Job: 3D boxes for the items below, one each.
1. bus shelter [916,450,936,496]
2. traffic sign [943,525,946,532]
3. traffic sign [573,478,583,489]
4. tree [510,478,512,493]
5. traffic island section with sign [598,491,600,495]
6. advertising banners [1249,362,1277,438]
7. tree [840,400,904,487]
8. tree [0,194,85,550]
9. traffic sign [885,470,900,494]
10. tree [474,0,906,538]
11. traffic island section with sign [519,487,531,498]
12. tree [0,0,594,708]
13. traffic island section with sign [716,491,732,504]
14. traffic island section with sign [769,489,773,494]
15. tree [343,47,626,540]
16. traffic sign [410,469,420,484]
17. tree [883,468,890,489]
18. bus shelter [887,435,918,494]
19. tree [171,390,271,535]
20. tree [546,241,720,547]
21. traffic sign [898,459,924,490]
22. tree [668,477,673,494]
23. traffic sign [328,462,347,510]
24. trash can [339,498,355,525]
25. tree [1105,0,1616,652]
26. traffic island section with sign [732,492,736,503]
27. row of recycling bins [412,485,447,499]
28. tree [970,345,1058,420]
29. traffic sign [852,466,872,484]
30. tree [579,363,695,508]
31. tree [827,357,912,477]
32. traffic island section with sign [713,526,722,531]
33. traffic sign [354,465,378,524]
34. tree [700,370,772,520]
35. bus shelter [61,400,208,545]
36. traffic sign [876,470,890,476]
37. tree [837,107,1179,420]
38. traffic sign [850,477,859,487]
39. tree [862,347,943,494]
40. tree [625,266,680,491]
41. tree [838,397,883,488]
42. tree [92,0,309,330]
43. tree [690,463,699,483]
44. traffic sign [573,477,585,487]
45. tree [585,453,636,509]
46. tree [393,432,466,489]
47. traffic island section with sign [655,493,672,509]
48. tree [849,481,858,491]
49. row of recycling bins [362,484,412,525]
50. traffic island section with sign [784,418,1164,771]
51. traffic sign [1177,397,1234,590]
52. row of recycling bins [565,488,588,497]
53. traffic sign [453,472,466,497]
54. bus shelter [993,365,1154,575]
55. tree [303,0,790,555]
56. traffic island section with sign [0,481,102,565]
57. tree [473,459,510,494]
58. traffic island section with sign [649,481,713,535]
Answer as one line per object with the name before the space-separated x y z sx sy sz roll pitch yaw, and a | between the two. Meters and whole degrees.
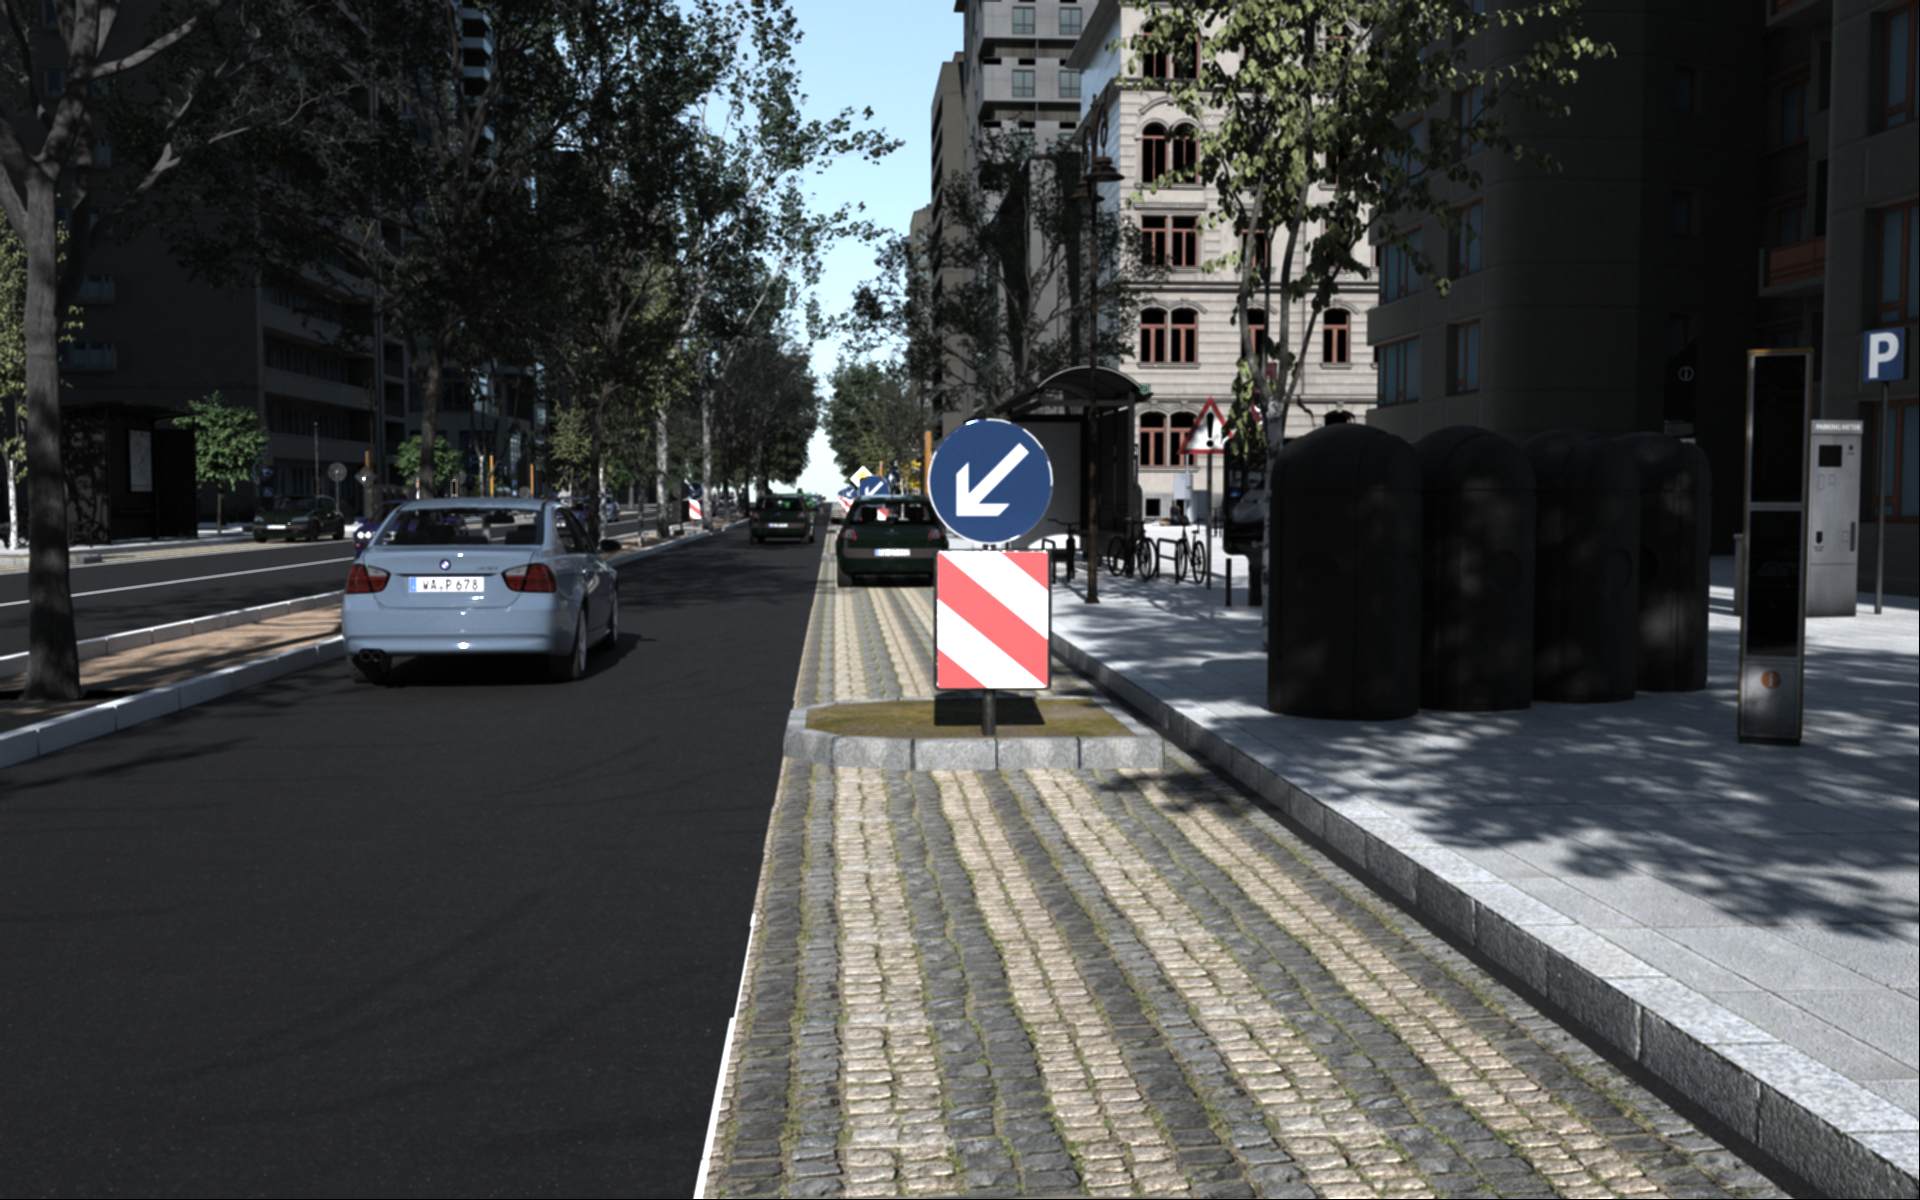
bus shelter | -0.934 -5.241 79.620 2.014 3.302 5.546 0 4 -4
traffic sign | -0.466 -3.199 52.409 0.768 2.556 0.104 0 4 1
traffic sign | -29.765 -8.246 134.933 0.768 2.556 0.104 0 4 -2
tree | -29.894 -7.249 113.123 1.663 3.219 1.824 0 3 0
traffic island section with sign | -24.844 -6.685 117.922 1.989 1.847 2.006 0 4 -4
advertising banners | 4.499 -1.616 22.615 0.090 3.025 2.074 -3 4 -36
tree | -6.067 -11.147 132.613 4.737 8.622 4.395 0 3 0
tree | -21.996 -5.460 39.641 4.737 8.622 4.395 0 3 0
traffic sign | -3.571 -5.593 91.549 0.768 2.556 0.104 0 4 -3
tree | -8.459 -12.056 55.454 12.611 20.169 13.585 0 3 0
traffic island section with sign | -22.894 -5.040 91.038 1.989 1.847 2.006 0 4 -4
tree | -6.396 -6.057 11.866 12.009 13.543 11.850 0 3 0
traffic island section with sign | -34.425 -14.783 250.324 1.989 1.847 2.006 0 4 -4
traffic island section with sign | -15.884 -8.283 143.568 2.006 1.907 1.989 0 4 -4
tree | -7.815 -4.613 28.247 4.360 8.622 3.978 0 3 0
traffic sign | -21.208 -3.944 68.133 0.795 2.450 0.064 0 4 -4
tree | -5.298 -8.045 126.131 1.663 3.219 1.824 0 3 0
bus shelter | -3.721 -8.338 113.951 2.179 5.291 8.768 0 4 -4
tree | -23.419 -4.335 54.587 4.285 4.588 4.351 0 3 0
tree | -8.711 -5.761 47.008 4.737 8.622 4.395 0 3 0
traffic sign | -2.440 -6.492 100.012 2.265 3.308 0.079 0 4 3
tree | -33.117 -12.402 197.374 1.663 3.219 1.824 0 3 0
traffic sign | -25.094 -4.263 69.811 0.768 2.556 0.104 0 4 -2
trash can | -25.471 -3.685 71.903 0.748 1.137 0.748 0 3 0
tree | 2.760 -3.891 13.981 4.737 8.622 4.395 0 3 0
traffic island section with sign | -36.386 -16.427 277.208 1.989 1.847 2.006 0 4 -4
row of recycling bins | -24.159 -4.295 77.334 1.069 1.692 3.534 0 4 2
tree | 2.581 -8.259 85.398 4.360 8.622 3.978 0 3 0
traffic sign | -3.430 -3.532 61.389 0.795 2.450 0.064 0 4 -4
tree | -30.440 -15.466 159.526 9.857 13.997 8.962 0 3 0
tree | -8.205 -15.498 160.051 9.857 13.997 8.962 0 3 0
traffic island section with sign | -10.445 -3.700 68.626 2.006 1.907 1.989 0 4 -4
traffic sign | -20.631 -3.457 60.168 0.795 2.450 0.064 0 4 -4
tree | -12.370 -8.758 96.020 4.360 8.622 3.978 0 3 0
bus shelter | -22.074 -3.371 46.391 1.731 3.624 6.357 0 4 -4
traffic sign | -5.734 -9.014 141.258 2.265 3.308 0.079 0 4 -1
tree | 1.027 -6.629 42.803 8.767 10.594 7.601 0 4 3
traffic sign | -4.007 -4.019 69.354 0.795 2.450 0.064 0 4 -4
tree | -2.860 -8.316 86.327 4.360 8.622 3.978 0 3 0
tree | -8.632 -5.436 41.699 4.360 8.622 3.978 0 3 0
tree | -10.630 -17.395 202.536 7.486 12.596 7.792 0 3 0
tree | -7.035 -5.216 22.159 8.767 10.594 7.601 0 4 -4
tree | -41.334 -23.558 302.185 9.611 12.733 9.660 0 3 0
traffic sign | -29.151 -8.105 132.524 0.884 2.594 0.081 0 4 -1
tree | -29.829 -10.160 149.833 4.285 4.588 4.351 0 3 0
tree | -25.129 -5.993 81.699 4.285 4.588 4.351 0 3 0
traffic island section with sign | -28.463 -9.744 167.936 1.989 1.847 2.006 0 4 -4
tree | -12.355 -14.014 212.839 4.285 4.588 4.351 0 3 0
row of recycling bins | -24.409 -4.056 73.427 1.069 1.692 3.534 0 4 -2
traffic island section with sign | 0.002 -0.076 9.870 1.989 1.847 2.006 0 4 -4
traffic sign | 3.340 -1.419 23.211 0.884 2.594 0.081 0 4 1
row of recycling bins | -28.712 -7.457 129.039 1.069 1.692 3.534 -2 4 -32
traffic sign | -26.732 -5.645 92.404 0.768 2.556 0.104 0 4 -2
bus shelter | 1.824 -2.201 29.904 2.014 3.302 5.546 0 4 -4
tree | -7.700 -6.040 35.622 8.767 10.594 7.601 0 4 -4
traffic island section with sign | -18.877 -1.649 35.592 1.989 1.847 2.006 0 4 -4
tree | -25.502 -6.065 93.759 1.663 3.219 1.824 0 3 0
traffic island section with sign | -9.920 -3.248 61.238 2.006 1.907 1.989 0 4 -4
